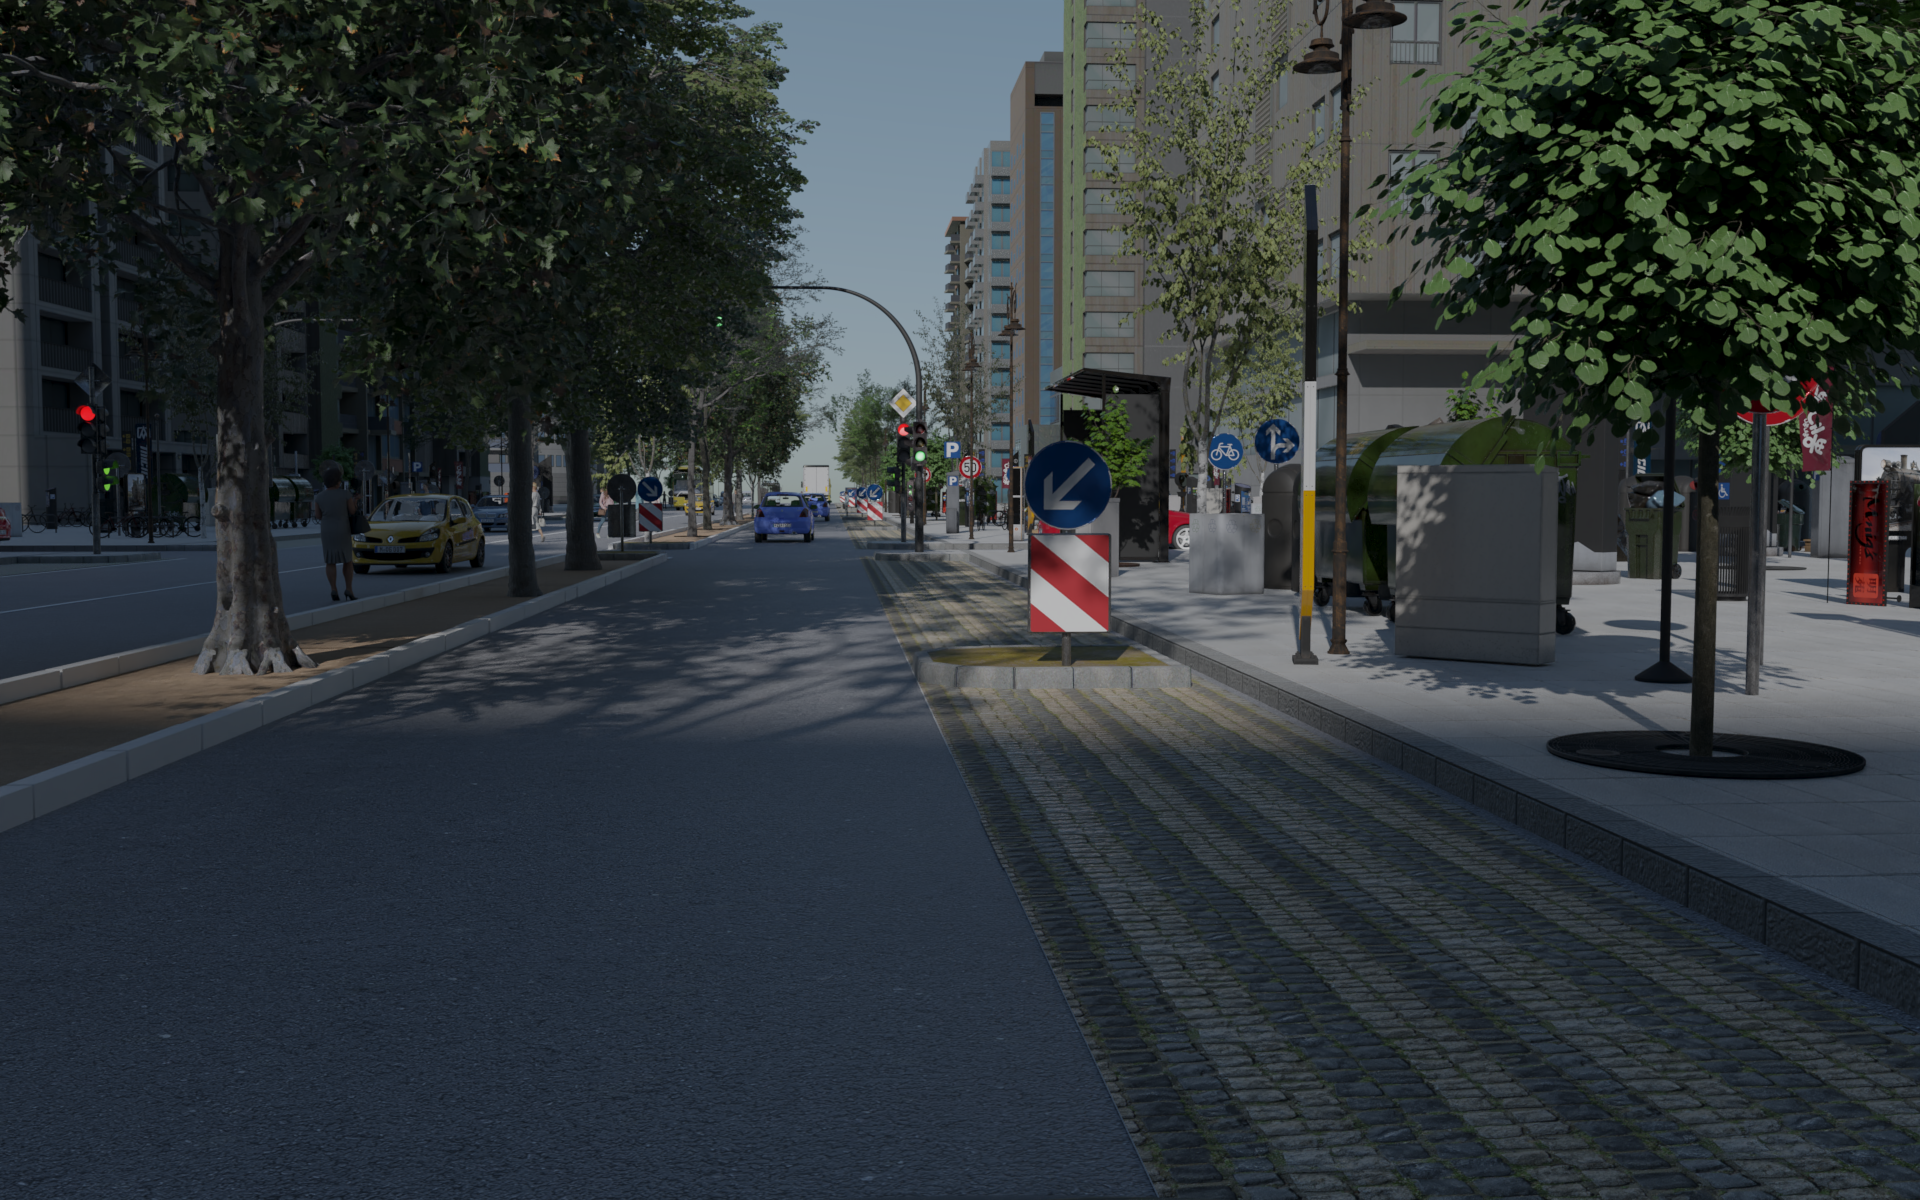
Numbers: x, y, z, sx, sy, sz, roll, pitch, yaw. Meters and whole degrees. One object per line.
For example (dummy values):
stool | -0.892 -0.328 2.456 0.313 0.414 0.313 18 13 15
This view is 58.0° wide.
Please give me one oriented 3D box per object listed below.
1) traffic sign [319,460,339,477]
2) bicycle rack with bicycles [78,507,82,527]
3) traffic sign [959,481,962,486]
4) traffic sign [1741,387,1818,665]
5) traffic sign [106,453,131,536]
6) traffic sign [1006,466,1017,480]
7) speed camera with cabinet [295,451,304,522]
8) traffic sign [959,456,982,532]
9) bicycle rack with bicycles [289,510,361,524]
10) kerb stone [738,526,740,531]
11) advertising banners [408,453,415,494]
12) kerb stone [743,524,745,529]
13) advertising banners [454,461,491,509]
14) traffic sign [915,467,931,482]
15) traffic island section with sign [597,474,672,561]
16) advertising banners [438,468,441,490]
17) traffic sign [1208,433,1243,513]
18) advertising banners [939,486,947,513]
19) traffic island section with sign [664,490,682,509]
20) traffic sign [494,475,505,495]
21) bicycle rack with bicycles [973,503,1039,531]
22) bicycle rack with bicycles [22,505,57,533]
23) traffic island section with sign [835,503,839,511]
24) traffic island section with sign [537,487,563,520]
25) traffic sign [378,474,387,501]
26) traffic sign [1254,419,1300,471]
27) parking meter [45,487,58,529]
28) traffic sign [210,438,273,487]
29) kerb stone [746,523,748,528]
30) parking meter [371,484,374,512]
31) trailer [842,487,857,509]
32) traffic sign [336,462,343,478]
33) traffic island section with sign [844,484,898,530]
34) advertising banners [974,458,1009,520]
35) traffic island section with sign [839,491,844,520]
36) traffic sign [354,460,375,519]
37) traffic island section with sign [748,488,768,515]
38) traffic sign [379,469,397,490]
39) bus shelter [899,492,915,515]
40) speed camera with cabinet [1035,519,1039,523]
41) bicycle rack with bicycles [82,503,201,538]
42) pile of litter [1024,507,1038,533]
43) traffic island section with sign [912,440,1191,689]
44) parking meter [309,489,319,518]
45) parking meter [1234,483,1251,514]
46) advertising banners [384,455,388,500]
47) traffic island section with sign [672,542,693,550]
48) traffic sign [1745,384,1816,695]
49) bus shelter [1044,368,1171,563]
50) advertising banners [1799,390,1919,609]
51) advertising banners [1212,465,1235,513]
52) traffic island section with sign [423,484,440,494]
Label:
traffic sign | -23.451 -3.932 64.390 0.768 2.556 0.104 0 4 1
bicycle rack with bicycles | -34.471 -3.326 67.764 2.925 0.926 2.852 -2 4 -32
traffic sign | 0.133 -6.893 112.703 0.884 2.594 0.081 0 4 4
traffic sign | 5.987 -0.784 12.924 0.768 2.556 0.104 0 4 1
traffic sign | -25.879 -3.250 53.244 0.768 2.556 0.104 0 4 -3
traffic sign | 2.477 -4.807 78.702 0.768 2.556 0.104 0 4 4
speed camera with cabinet | -30.865 -5.264 80.399 0.660 3.252 2.038 -1 4 -11
traffic sign | 0.340 -3.536 57.913 0.768 2.556 0.104 0 4 0
bicycle rack with bicycles | -26.600 -3.652 73.084 2.925 0.926 2.852 3 5 44
kerb stone | -8.448 -2.614 64.933 0.120 0.150 1.000 0 4 -4
advertising banners | -23.609 -4.793 74.551 0.090 3.025 2.074 -1 4 -12
kerb stone | -8.759 -2.862 69.025 0.120 0.150 1.000 0 4 -4
advertising banners | -26.071 -5.899 92.629 2.074 3.025 0.090 -3 5 -40
traffic sign | -1.713 -4.893 80.099 0.768 2.556 0.104 0 4 -1
traffic island section with sign | -7.498 -1.827 38.006 2.006 1.907 1.989 0 4 -4
advertising banners | -34.894 -7.273 115.095 0.090 3.025 2.074 -3 5 -40
traffic sign | 5.540 -2.214 36.306 0.768 2.556 0.104 0 4 -1
advertising banners | -0.938 -7.338 116.172 2.074 3.025 0.090 1 4 11
traffic island section with sign | -28.547 -9.966 171.576 1.989 1.847 2.006 0 4 -4
traffic sign | -31.372 -7.206 117.928 0.768 2.556 0.104 0 4 1
bicycle rack with bicycles | 1.404 -2.864 60.211 2.852 0.926 2.925 0 4 1
bicycle rack with bicycles | -31.231 -2.651 56.728 2.852 0.926 2.925 2 4 29
traffic island section with sign | -9.201 -8.313 144.552 1.989 1.847 2.006 0 4 -4
traffic island section with sign | -22.773 -5.260 94.636 1.989 1.847 2.006 0 4 -4
traffic sign | -29.133 -5.225 87.563 0.606 2.300 0.079 0 4 4
traffic sign | 5.371 -1.794 29.431 0.768 2.556 0.104 0 4 5
parking meter | -33.127 -3.347 63.142 0.372 1.533 0.369 0 3 0
traffic sign | -25.818 -4.181 62.229 2.265 3.308 0.079 0 4 3
kerb stone | -8.909 -2.990 71.079 0.120 0.150 1.000 0 4 -4
parking meter | -34.142 -5.783 100.268 0.399 1.863 0.255 3 5 43
trailer | -9.435 -8.732 149.813 1.471 1.999 3.904 0 4 -5
traffic sign | -24.561 -4.147 67.909 0.768 2.556 0.104 0 4 0
traffic island section with sign | -3.506 -3.674 68.704 1.989 1.847 2.006 0 4 -4
advertising banners | 1.547 -5.415 84.715 2.074 3.025 0.090 -1 4 -9
traffic island section with sign | -5.521 -5.325 95.688 1.989 1.847 2.006 0 4 -4
traffic sign | -22.412 -3.983 65.220 0.768 2.556 0.104 0 4 -1
traffic island section with sign | -13.681 -6.861 120.321 2.006 1.907 1.989 0 4 -4
traffic sign | -25.365 -4.625 76.808 0.795 2.450 0.064 0 4 0
bus shelter | -3.104 -6.985 105.492 1.731 3.624 6.357 0 4 -4
speed camera with cabinet | 3.984 -4.994 75.982 0.660 3.252 2.038 -3 5 -40
bicycle rack with bicycles | -23.889 -2.319 51.297 2.925 0.926 2.852 -1 4 -10
pile of litter | 2.541 -2.661 57.470 1.176 0.858 1.719 3 4 39
traffic island section with sign | 0.639 -0.304 13.601 1.989 1.847 2.006 0 4 -4
parking meter | -32.452 -4.820 87.222 0.372 1.533 0.369 0 3 0
parking meter | 6.417 -1.891 39.324 0.372 1.533 0.369 0 3 0
advertising banners | -23.777 -4.627 71.841 0.090 3.025 2.074 -1 4 -13
traffic island section with sign | -8.043 -2.279 45.393 2.006 1.907 1.989 0 4 -4
traffic sign | 5.063 -0.666 10.993 0.768 2.556 0.104 0 4 4
bus shelter | 2.932 -2.696 35.365 1.731 3.624 6.357 0 4 -4
advertising banners | 10.453 -1.446 19.836 0.090 3.025 2.074 -2 4 -28
advertising banners | 8.120 -3.449 52.584 0.090 3.025 2.074 -1 4 -18
traffic island section with sign | -20.753 -3.616 67.756 1.989 1.847 2.006 0 4 -4
